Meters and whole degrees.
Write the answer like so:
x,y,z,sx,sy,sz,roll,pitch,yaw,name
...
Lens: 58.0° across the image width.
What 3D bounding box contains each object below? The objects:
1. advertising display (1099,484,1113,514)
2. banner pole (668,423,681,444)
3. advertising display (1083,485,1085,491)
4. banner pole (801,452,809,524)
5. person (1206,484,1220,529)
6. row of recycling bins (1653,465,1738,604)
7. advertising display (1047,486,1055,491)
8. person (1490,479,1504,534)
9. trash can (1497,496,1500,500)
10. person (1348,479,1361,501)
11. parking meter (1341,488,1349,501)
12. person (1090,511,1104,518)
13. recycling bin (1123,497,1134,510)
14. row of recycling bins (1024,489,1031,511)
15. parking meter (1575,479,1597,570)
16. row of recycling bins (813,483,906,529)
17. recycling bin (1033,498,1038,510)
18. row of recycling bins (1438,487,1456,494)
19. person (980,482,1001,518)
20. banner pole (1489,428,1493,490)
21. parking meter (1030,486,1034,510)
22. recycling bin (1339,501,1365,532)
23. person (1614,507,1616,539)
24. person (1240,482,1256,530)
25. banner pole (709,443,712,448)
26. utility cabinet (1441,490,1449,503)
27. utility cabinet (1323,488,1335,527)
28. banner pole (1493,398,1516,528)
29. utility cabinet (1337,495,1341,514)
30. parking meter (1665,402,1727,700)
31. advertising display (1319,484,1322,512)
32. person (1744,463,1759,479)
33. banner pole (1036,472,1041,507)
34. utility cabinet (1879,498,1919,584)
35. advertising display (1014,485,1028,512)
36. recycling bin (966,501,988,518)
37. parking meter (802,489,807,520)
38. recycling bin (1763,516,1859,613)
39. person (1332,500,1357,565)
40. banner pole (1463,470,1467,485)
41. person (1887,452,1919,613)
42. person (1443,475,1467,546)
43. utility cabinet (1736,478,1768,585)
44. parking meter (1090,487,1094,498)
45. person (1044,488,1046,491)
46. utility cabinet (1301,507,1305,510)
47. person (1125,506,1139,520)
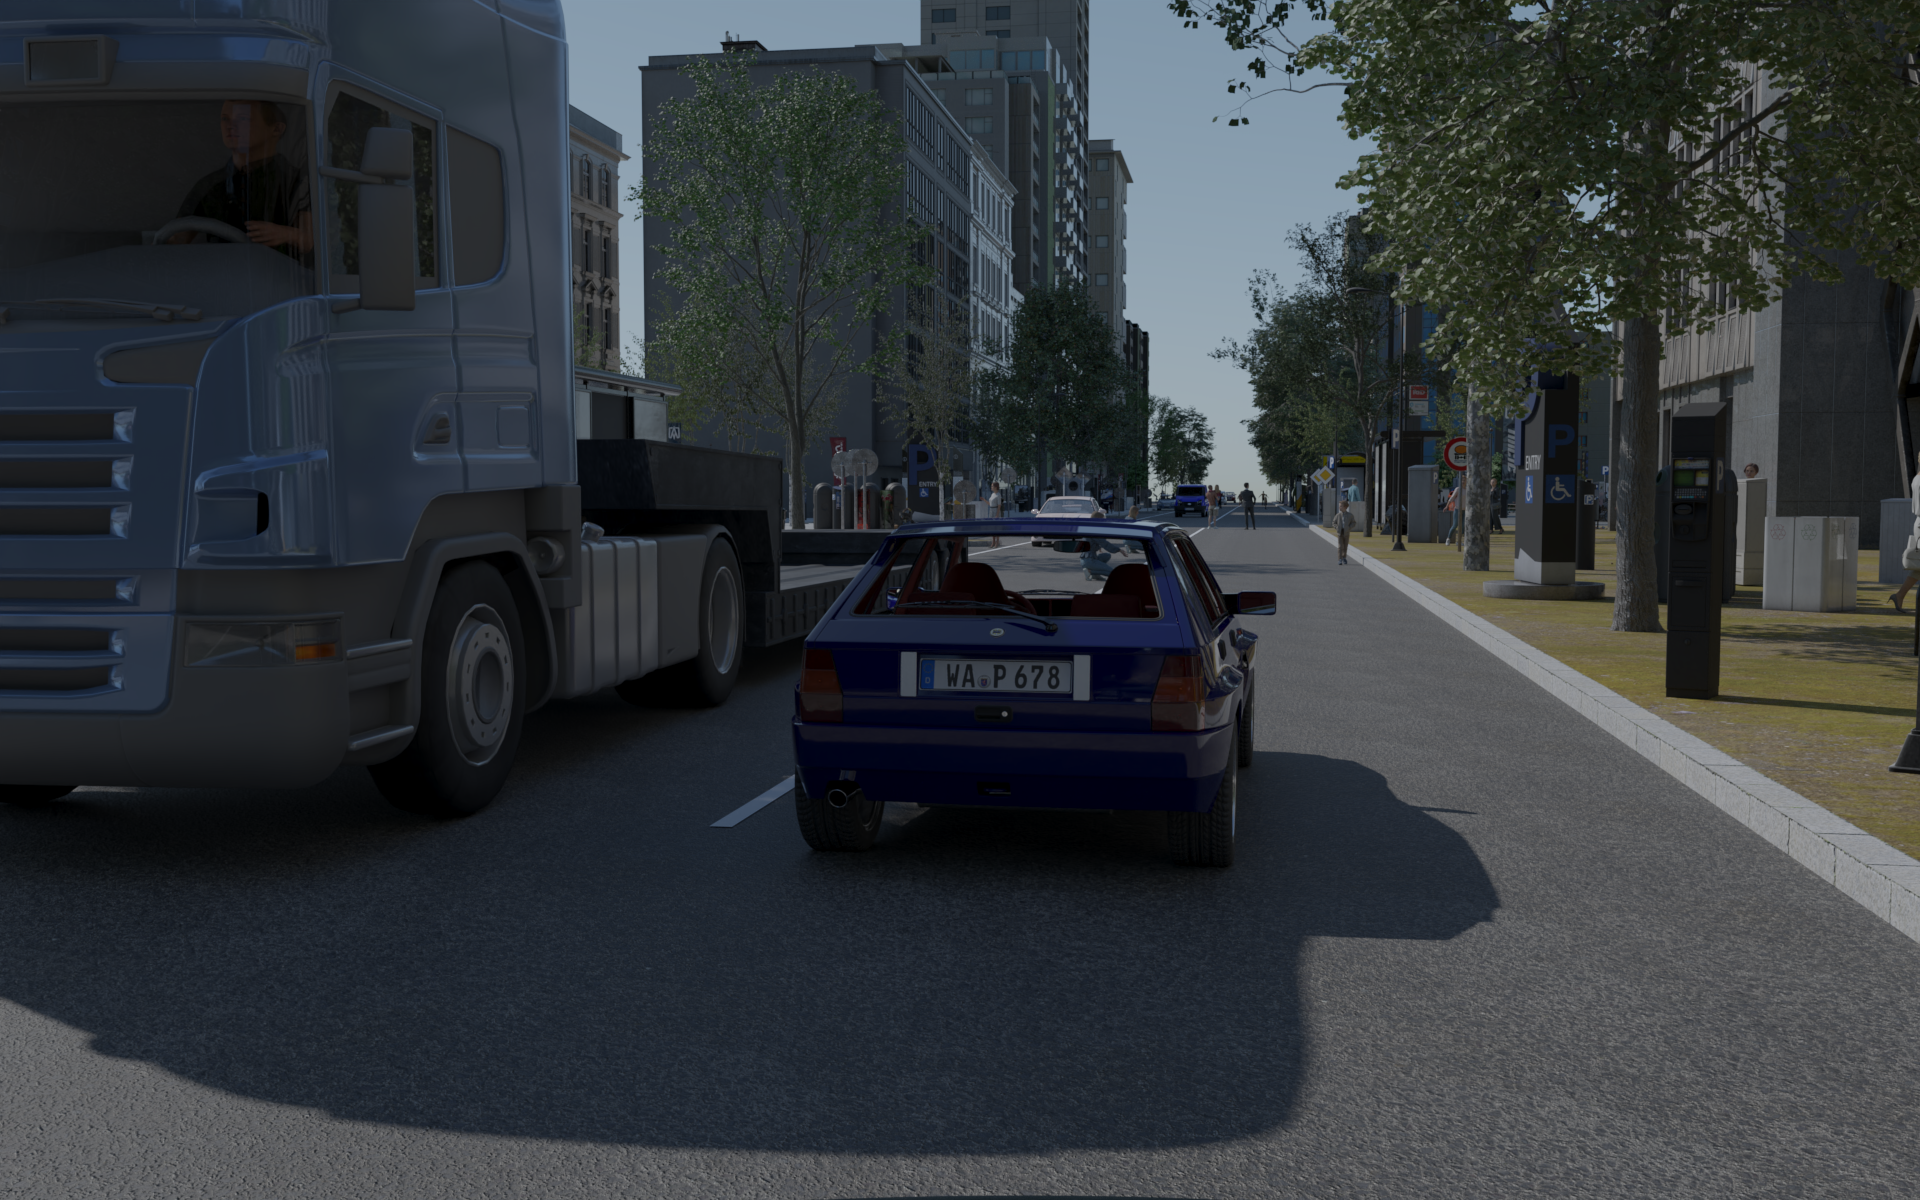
x,y,z,sx,sy,sz,roll,pitch,yaw,name
9.569,-6.629,113.600,0.974,1.923,0.123,-1,4,-18,advertising display
-8.960,-3.883,53.508,0.863,3.779,0.401,1,4,17,banner pole
7.709,-6.620,113.455,0.974,1.923,0.123,0,4,0,advertising display
-6.797,-5.160,74.383,0.401,3.779,0.863,-2,4,-28,banner pole
10.430,-3.833,71.147,0.580,1.828,0.573,0,4,-8,person
9.237,-0.896,21.762,1.069,1.692,3.534,1,4,23,row of recycling bins
7.591,-8.529,144.655,0.123,1.923,0.974,3,5,42,advertising display
17.004,-2.975,55.103,0.534,1.772,0.576,-2,4,-32,person
45.962,-8.292,147.222,0.748,1.137,0.748,0,3,0,trash can
14.172,-3.464,62.534,0.748,1.841,0.638,0,4,-6,person
15.041,-3.616,67.537,0.372,1.533,0.369,0,3,0,parking meter
2.340,-0.911,28.885,0.738,1.151,1.012,0,4,-7,person
13.604,-7.830,140.570,0.722,1.027,0.722,-2,4,-31,recycling bin
5.334,-7.914,136.508,1.069,1.692,3.534,0,4,1,row of recycling bins
10.559,-1.278,29.312,0.372,1.533,0.369,0,3,0,parking meter
-3.651,-3.418,62.995,3.534,1.692,1.069,1,4,13,row of recycling bins
5.332,-6.406,117.300,0.722,1.027,0.722,0,4,4,recycling bin
28.031,-5.502,97.065,3.534,1.692,1.069,0,4,2,row of recycling bins
0.842,-2.243,45.736,0.524,1.755,0.480,-2,4,-29,person
20.053,-4.655,66.131,0.401,3.779,0.863,-3,5,-44,banner pole
5.532,-7.748,132.398,0.255,1.863,0.399,0,4,-3,parking meter
13.376,-2.836,58.922,0.722,1.027,0.722,-1,4,-18,recycling bin
17.971,-2.450,46.367,0.850,1.792,0.678,2,4,24,person
11.615,-3.787,69.779,0.648,1.900,0.474,0,4,6,person
-12.514,-5.858,85.801,0.863,3.779,0.401,2,4,31,banner pole
23.502,-4.673,85.079,1.173,1.500,0.318,-2,4,-34,utility cabinet
14.071,-3.509,66.048,0.318,1.500,1.173,1,4,20,utility cabinet
12.746,-3.031,39.576,0.401,3.779,0.863,-3,5,-40,banner pole
17.373,-4.157,79.123,1.020,1.237,0.306,-3,4,-38,utility cabinet
4.643,-0.319,10.926,0.255,1.863,0.399,3,4,36,parking meter
23.573,-6.541,112.157,0.974,1.923,0.123,-2,4,-30,advertising display
12.014,-1.209,26.386,0.480,1.755,0.524,1,4,13,person
5.284,-7.708,116.039,0.401,3.779,0.863,2,4,30,banner pole
13.675,-0.827,24.680,0.306,1.237,1.020,-2,4,-33,utility cabinet
4.305,-7.127,121.735,0.974,1.923,0.123,0,4,-1,advertising display
0.546,-3.005,61.681,0.722,1.027,0.722,1,4,22,recycling bin
-7.691,-4.669,84.748,0.372,1.533,0.369,0,3,0,parking meter
9.399,-0.403,19.138,0.722,1.027,0.722,-3,4,-37,recycling bin
7.796,-1.367,35.127,0.475,1.303,0.640,1,4,9,person
19.992,-4.749,67.667,0.863,3.779,0.401,2,4,35,banner pole
10.371,-0.751,18.680,0.624,1.780,0.694,2,4,27,person
12.291,-2.217,42.966,0.731,1.740,0.598,-2,4,-25,person
11.016,-0.972,24.566,0.318,1.500,1.173,0,4,1,utility cabinet
11.326,-8.740,148.609,0.255,1.863,0.399,-2,4,-29,parking meter
7.068,-8.549,146.169,0.444,1.785,0.601,-3,4,-36,person
29.745,-8.579,148.952,1.173,1.500,0.318,-1,4,-20,utility cabinet
4.270,-1.712,41.993,0.738,1.151,1.012,-1,4,-10,person
